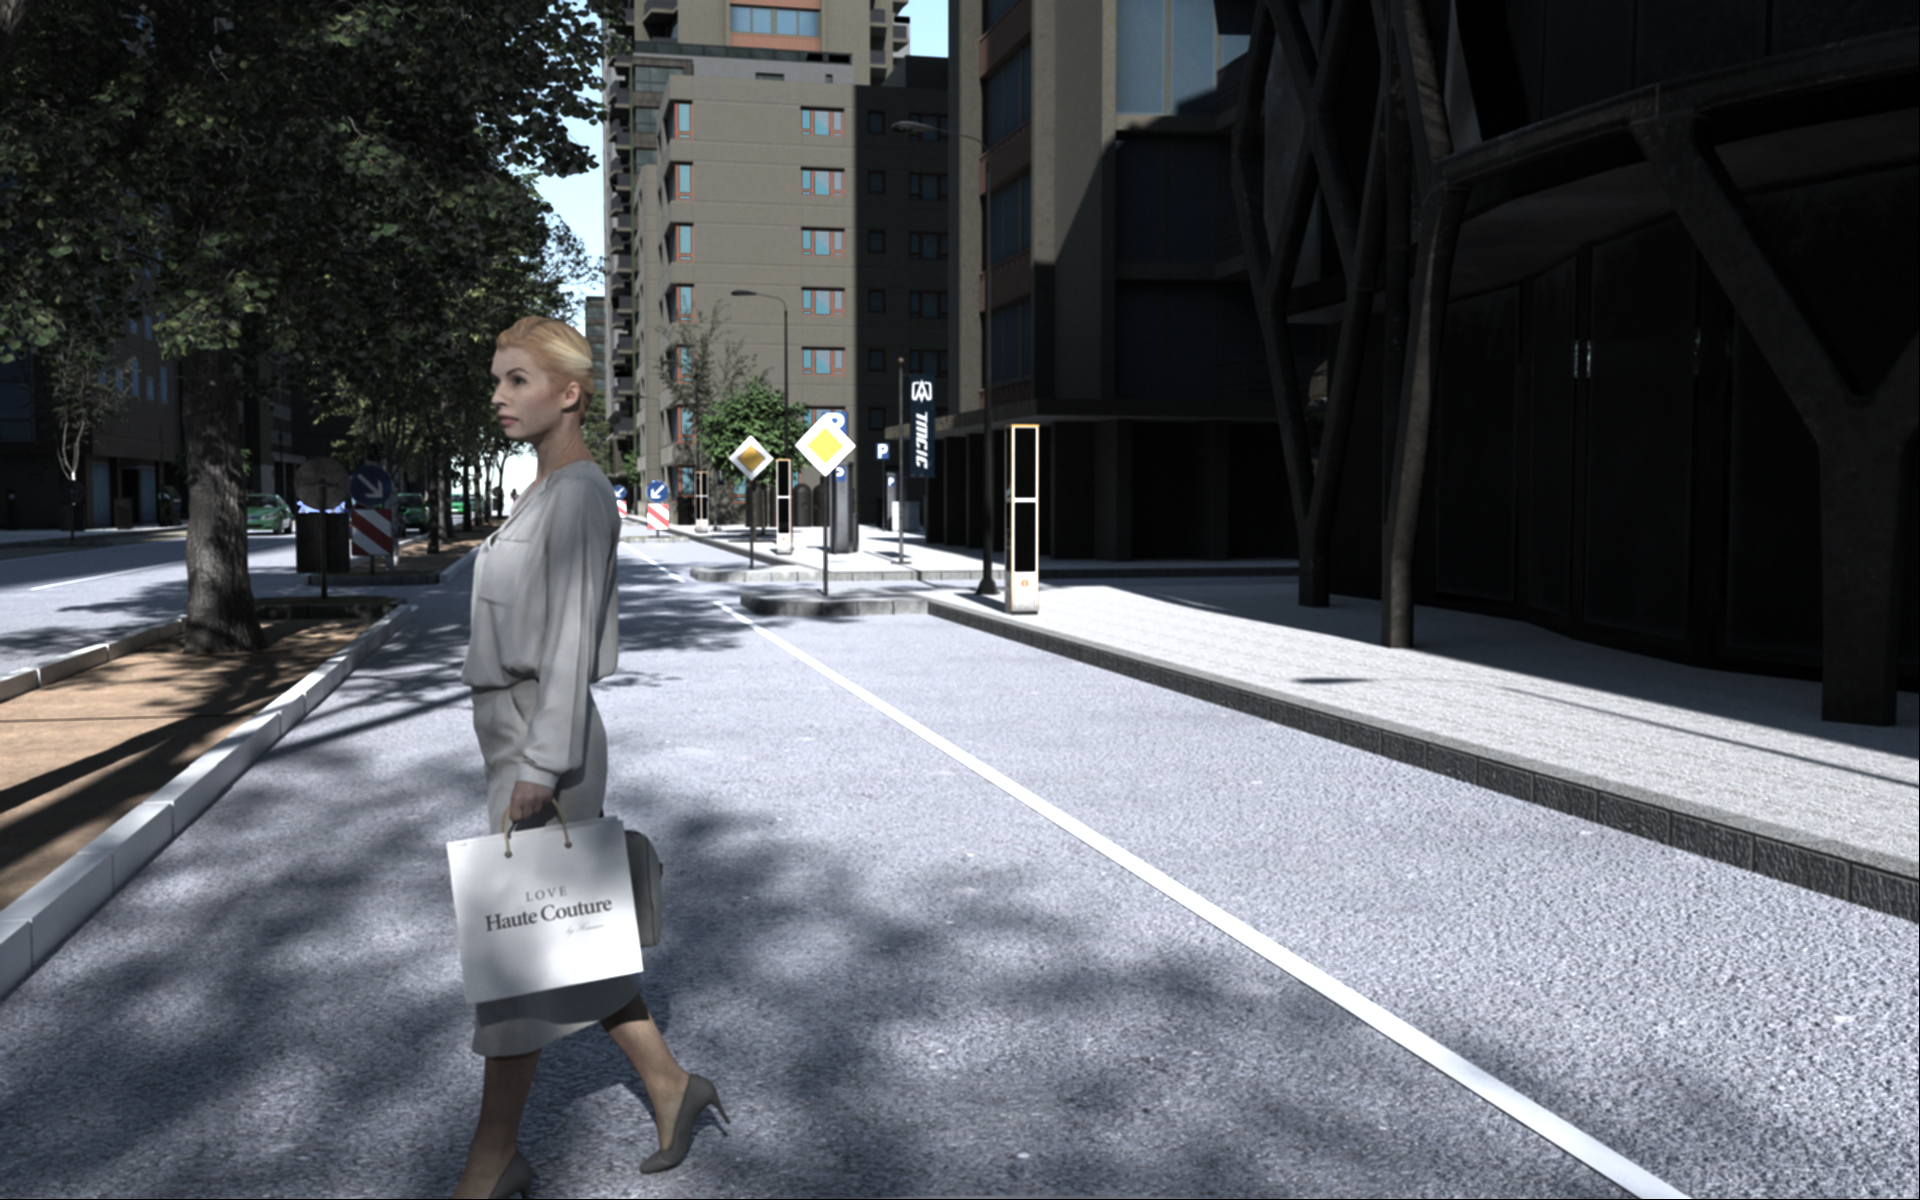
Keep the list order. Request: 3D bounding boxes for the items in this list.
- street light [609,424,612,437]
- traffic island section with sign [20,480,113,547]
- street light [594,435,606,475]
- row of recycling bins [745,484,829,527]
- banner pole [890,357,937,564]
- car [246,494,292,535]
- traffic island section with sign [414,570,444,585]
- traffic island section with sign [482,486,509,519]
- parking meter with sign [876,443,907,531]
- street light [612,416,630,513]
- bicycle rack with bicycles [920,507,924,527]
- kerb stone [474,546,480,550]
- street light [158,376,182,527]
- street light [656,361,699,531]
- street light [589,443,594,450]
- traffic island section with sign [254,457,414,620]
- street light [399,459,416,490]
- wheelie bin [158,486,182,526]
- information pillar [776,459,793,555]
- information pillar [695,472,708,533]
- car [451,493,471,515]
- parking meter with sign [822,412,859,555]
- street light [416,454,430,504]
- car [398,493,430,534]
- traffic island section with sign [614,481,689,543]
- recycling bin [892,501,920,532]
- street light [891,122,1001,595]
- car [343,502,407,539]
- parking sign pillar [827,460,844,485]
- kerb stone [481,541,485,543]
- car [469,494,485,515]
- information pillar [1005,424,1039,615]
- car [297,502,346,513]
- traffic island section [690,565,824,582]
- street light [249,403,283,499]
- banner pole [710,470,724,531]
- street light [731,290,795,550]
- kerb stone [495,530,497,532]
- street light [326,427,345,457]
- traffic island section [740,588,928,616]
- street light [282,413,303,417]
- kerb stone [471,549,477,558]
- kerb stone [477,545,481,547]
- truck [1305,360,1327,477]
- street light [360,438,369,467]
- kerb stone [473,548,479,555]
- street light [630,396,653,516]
[{"bbox_3d":[-22.470,-8.686,114.555,1.470,5.913,1.316,-1,4,-13],"label":"street light"},{"bbox_3d":[-24.360,-2.369,47.353,1.989,1.847,2.006,-1,4,-13],"label":"traffic island section with sign"},{"bbox_3d":[-27.580,-9.962,135.415,1.470,5.913,1.316,-1,4,-13],"label":"street light"},{"bbox_3d":[-6.606,-3.705,67.684,3.534,1.692,1.069,-1,4,-20],"label":"row of recycling bins"},{"bbox_3d":[-0.855,-2.559,31.853,0.863,3.779,0.401,0,4,-8],"label":"banner pole"},{"bbox_3d":[-24.840,-3.033,61.390,2.131,1.459,4.920,-1,4,-14],"label":"car"},{"bbox_3d":[-9.403,-1.207,27.868,2.006,1.907,1.989,-1,4,-13],"label":"traffic island section with sign"},{"bbox_3d":[-26.959,-5.676,100.935,2.006,1.907,1.989,-1,4,-13],"label":"traffic island section with sign"},{"bbox_3d":[-2.162,-3.903,60.081,0.543,3.016,1.738,2,4,34],"label":"parking meter with sign"},{"bbox_3d":[-19.671,-7.964,102.759,1.470,5.913,1.316,-1,4,-13],"label":"street light"},{"bbox_3d":[-1.558,-3.427,69.418,2.925,0.926,2.852,-3,4,-38],"label":"bicycle rack with bicycles"},{"bbox_3d":[-11.244,-1.095,40.098,0.120,0.150,1.000,-1,4,-13],"label":"kerb stone"},{"bbox_3d":[-30.691,-5.826,67.800,1.470,5.913,1.316,-1,4,-13],"label":"street light"},{"bbox_3d":[-9.704,-5.381,60.526,1.470,5.913,1.316,-1,4,-13],"label":"street light"},{"bbox_3d":[-32.537,-11.240,156.312,1.470,5.913,1.316,-1,4,-13],"label":"street light"},{"bbox_3d":[-7.683,-0.766,20.663,2.006,1.907,1.989,-1,4,-13],"label":"traffic island section with sign"},{"bbox_3d":[-57.994,-12.746,180.936,1.470,5.913,1.316,-1,4,-13],"label":"street light"},{"bbox_3d":[-31.770,-3.772,69.586,0.693,1.594,0.980,0,4,8],"label":"wheelie bin"},{"bbox_3d":[-3.697,-1.958,36.503,0.304,2.012,0.304,0,4,3],"label":"information pillar"},{"bbox_3d":[-8.509,-3.214,57.041,0.304,2.012,0.304,3,5,41],"label":"information pillar"},{"bbox_3d":[-30.338,-5.821,103.972,1.959,1.807,4.718,-1,4,-13],"label":"car"},{"bbox_3d":[-2.543,-2.521,37.475,0.543,3.016,1.738,0,4,7],"label":"parking meter with sign"},{"bbox_3d":[-63.045,-14.062,202.459,1.470,5.913,1.316,-1,4,-13],"label":"street light"},{"bbox_3d":[-20.281,-3.318,63.049,1.959,1.807,4.718,-1,4,-15],"label":"car"},{"bbox_3d":[-9.136,-2.620,51.458,1.989,1.847,2.006,-1,4,-13],"label":"traffic island section with sign"},{"bbox_3d":[-1.841,-2.833,58.867,0.722,1.027,0.722,2,4,29],"label":"recycling bin"},{"bbox_3d":[-0.175,-3.019,21.899,1.470,5.913,1.316,-1,4,-13],"label":"street light"},{"bbox_3d":[-19.049,-2.687,56.514,1.945,1.354,3.894,-1,4,-15],"label":"car"},{"bbox_3d":[-5.087,-5.028,70.673,1.447,3.967,1.447,1,4,8],"label":"parking sign pillar"},{"bbox_3d":[-12.195,-1.339,44.092,0.120,0.150,1.000,-1,4,-13],"label":"kerb stone"},{"bbox_3d":[-34.450,-6.765,122.402,2.131,1.459,4.920,-1,4,-15],"label":"car"},{"bbox_3d":[0.657,-0.855,18.463,0.304,2.012,0.304,-1,4,-12],"label":"information pillar"},{"bbox_3d":[-27.481,-3.978,74.637,1.945,1.707,3.694,-1,4,-15],"label":"car"},{"bbox_3d":[-3.539,-0.449,29.618,2.009,0.180,2.903,-1,4,-13],"label":"traffic island section"},{"bbox_3d":[-35.740,-7.103,88.675,1.470,5.913,1.316,-1,4,-13],"label":"street light"},{"bbox_3d":[-8.337,-4.265,59.749,0.401,3.779,0.863,-3,4,-37],"label":"banner pole"},{"bbox_3d":[-4.515,-4.107,39.684,1.470,5.913,1.316,-1,4,-13],"label":"street light"},{"bbox_3d":[-16.757,-2.498,63.039,0.120,0.150,1.000,-1,4,-13],"label":"kerb stone"},{"bbox_3d":[-43.489,-9.057,120.628,1.470,5.913,1.316,-1,4,-13],"label":"street light"},{"bbox_3d":[-1.674,0.026,21.853,2.009,0.180,2.903,-1,4,-13],"label":"traffic island section"},{"bbox_3d":[-38.495,-7.780,99.740,1.470,5.913,1.316,-1,4,-13],"label":"street light"},{"bbox_3d":[-10.765,-0.973,38.111,0.120,0.150,1.000,-1,4,-13],"label":"kerb stone"},{"bbox_3d":[-11.485,-1.156,41.092,0.120,0.150,1.000,-1,4,-13],"label":"kerb stone"},{"bbox_3d":[10.691,-2.444,28.879,11.283,4.237,2.839,-1,4,-13],"label":"truck"},{"bbox_3d":[-48.571,-10.365,142.009,1.470,5.913,1.316,-1,4,-13],"label":"street light"},{"bbox_3d":[-10.998,-1.034,39.106,0.120,0.150,1.000,-1,4,-13],"label":"kerb stone"},{"bbox_3d":[-14.711,-6.686,81.862,1.470,5.913,1.316,-1,4,-13],"label":"street light"}]
